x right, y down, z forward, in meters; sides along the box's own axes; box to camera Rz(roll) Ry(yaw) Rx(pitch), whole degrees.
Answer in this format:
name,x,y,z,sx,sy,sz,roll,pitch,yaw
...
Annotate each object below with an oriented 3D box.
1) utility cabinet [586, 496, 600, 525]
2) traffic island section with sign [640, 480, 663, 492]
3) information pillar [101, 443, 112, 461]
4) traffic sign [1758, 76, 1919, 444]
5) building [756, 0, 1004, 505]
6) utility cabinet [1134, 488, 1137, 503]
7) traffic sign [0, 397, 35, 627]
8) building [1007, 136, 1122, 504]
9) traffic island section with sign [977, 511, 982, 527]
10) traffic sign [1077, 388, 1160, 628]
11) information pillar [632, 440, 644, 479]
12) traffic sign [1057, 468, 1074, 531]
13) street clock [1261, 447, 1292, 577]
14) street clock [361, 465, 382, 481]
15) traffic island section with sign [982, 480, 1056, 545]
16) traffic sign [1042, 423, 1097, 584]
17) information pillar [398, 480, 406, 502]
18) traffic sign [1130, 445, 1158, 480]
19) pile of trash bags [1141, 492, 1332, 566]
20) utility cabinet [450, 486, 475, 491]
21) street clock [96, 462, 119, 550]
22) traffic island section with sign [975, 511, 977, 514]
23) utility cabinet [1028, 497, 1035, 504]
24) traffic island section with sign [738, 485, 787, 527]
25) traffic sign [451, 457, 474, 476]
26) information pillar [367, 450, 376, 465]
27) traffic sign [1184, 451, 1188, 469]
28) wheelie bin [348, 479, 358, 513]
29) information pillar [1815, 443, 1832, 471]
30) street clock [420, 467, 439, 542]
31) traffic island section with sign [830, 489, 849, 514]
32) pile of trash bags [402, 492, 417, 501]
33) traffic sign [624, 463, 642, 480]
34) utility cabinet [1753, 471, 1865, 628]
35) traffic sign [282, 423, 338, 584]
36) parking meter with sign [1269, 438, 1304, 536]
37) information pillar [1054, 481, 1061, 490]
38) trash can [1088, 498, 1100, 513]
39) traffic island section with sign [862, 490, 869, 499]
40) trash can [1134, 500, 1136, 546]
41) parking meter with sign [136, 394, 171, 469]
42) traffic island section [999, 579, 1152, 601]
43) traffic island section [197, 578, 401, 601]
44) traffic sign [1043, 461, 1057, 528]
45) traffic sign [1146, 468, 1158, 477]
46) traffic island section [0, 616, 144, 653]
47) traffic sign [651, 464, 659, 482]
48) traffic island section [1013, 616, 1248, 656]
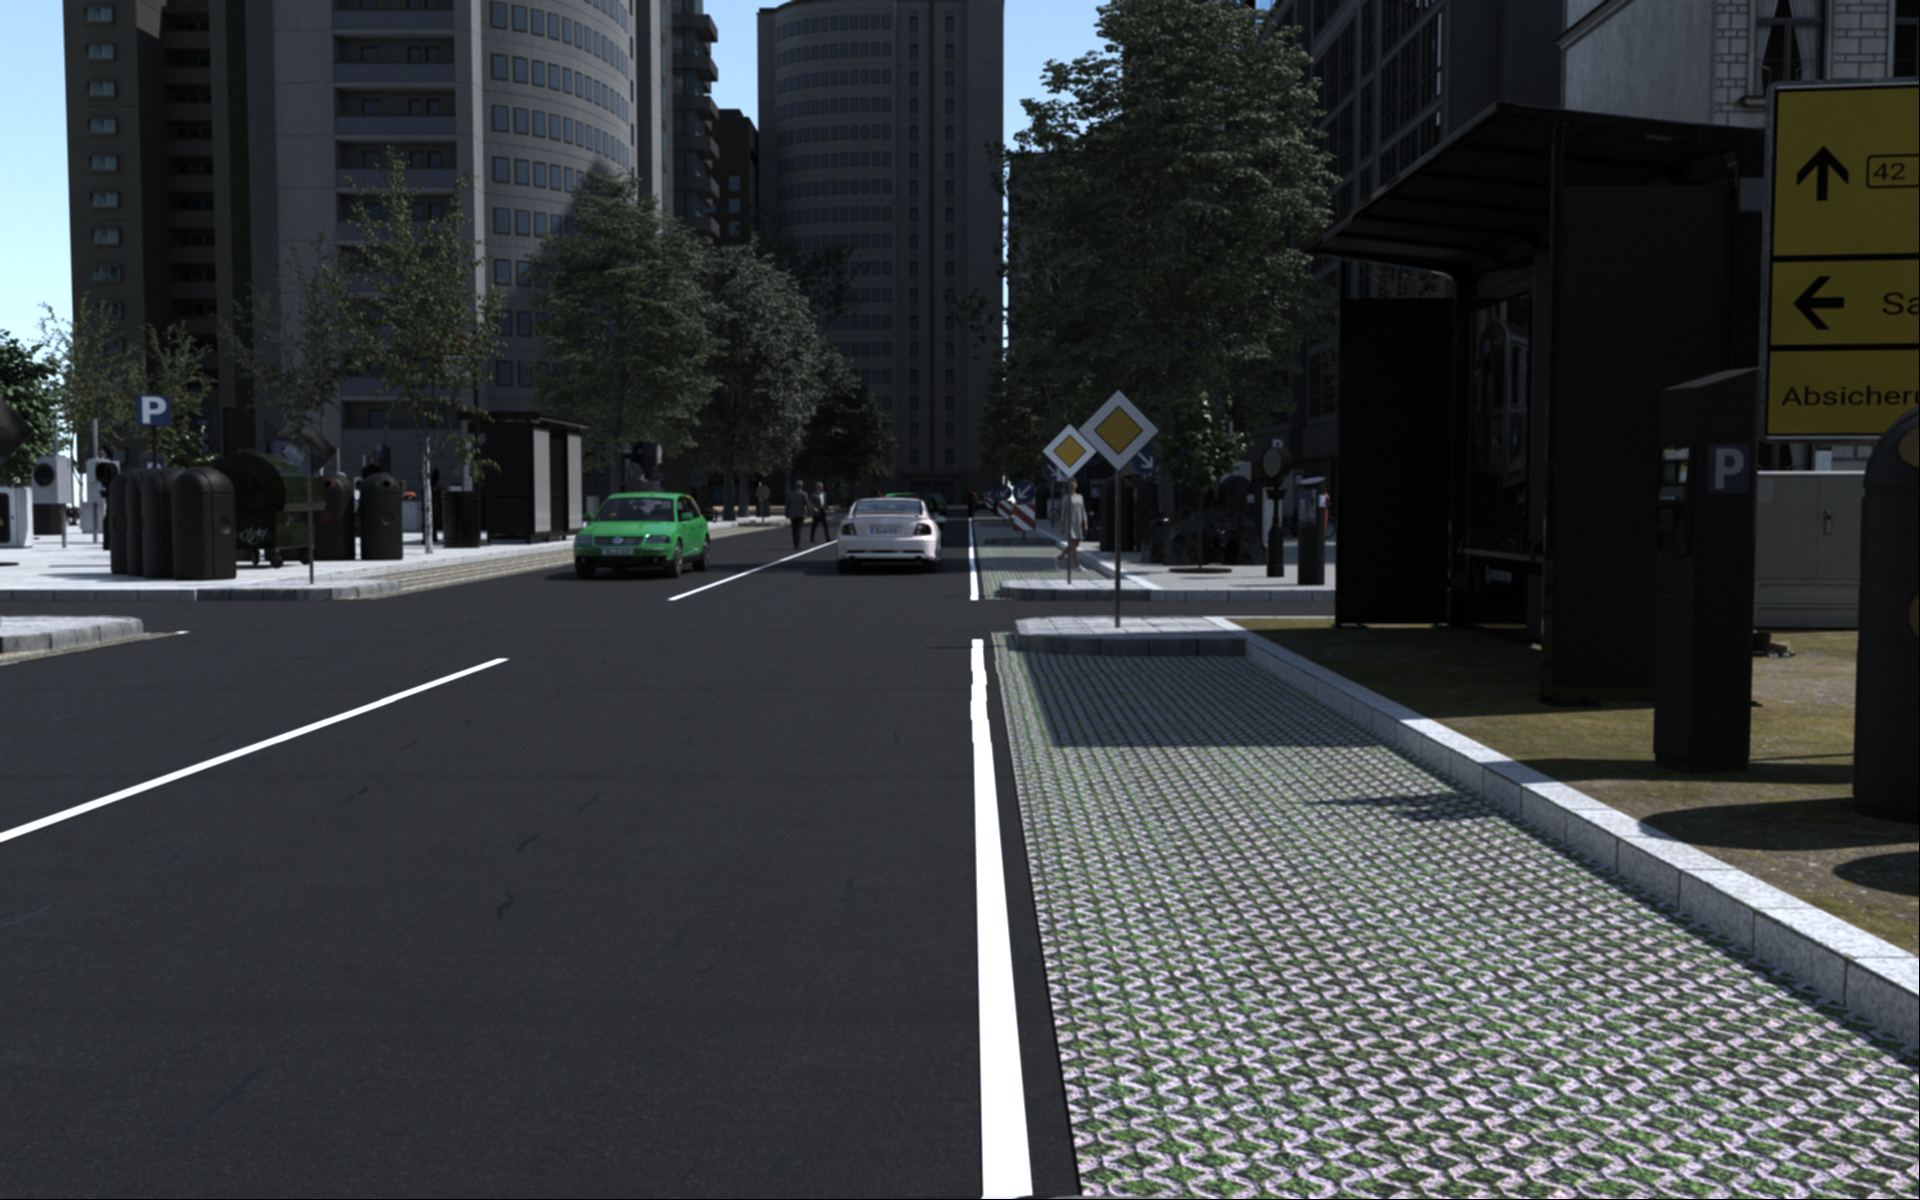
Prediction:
name,x,y,z,sx,sy,sz,roll,pitch,yaw
utility cabinet,-12.857,-3.027,60.646,0.306,1.237,1.020,0,4,-2
traffic island section with sign,-8.820,-2.488,49.304,1.989,1.847,2.006,0,4,0
information pillar,-39.544,-5.441,80.310,0.183,3.616,0.504,2,4,32
traffic sign,5.102,-0.895,8.498,2.265,3.308,0.079,1,4,9
building,-9.121,-40.471,203.694,28.212,58.520,21.231,0,4,0
utility cabinet,6.984,-3.666,68.624,0.318,1.500,1.173,-1,4,-18
traffic sign,-9.284,-0.796,16.656,0.795,2.450,0.064,0,4,0
building,12.592,-31.637,200.855,14.086,41.232,14.154,0,4,0
traffic island section with sign,1.844,-4.144,76.381,1.989,1.847,2.006,0,4,0
traffic sign,1.510,-0.791,16.582,0.795,2.450,0.064,0,4,0
information pillar,-13.430,-4.958,72.426,0.504,3.616,0.183,0,4,-6
traffic sign,3.612,-3.502,59.395,0.606,2.300,0.079,1,4,10
street clock,4.881,-1.356,26.746,0.358,2.002,0.471,-2,4,-32
street clock,-14.594,-2.350,42.998,0.471,2.002,0.358,-3,4,-36
traffic island section with sign,1.703,-2.495,49.426,1.989,1.847,2.006,0,4,0
traffic sign,1.550,-1.280,24.567,0.795,2.450,0.064,0,4,0
information pillar,-30.075,-5.438,93.411,0.304,2.012,0.304,0,4,6
traffic sign,4.796,-2.745,44.987,0.768,2.556,0.104,0,4,4
pile of trash bags,5.111,-1.350,31.818,3.447,1.369,1.912,0,4,-5
utility cabinet,-13.935,-2.454,48.796,0.318,1.500,1.173,-3,5,-43
street clock,-19.438,-2.138,39.518,0.471,2.002,0.358,1,4,22
traffic island section with sign,2.093,-7.203,126.397,1.989,1.847,2.006,0,4,0
utility cabinet,4.303,-5.357,96.273,0.318,1.500,1.173,3,5,43
traffic island section with sign,-8.674,-4.145,76.405,1.989,1.847,2.006,0,4,0
traffic sign,-14.618,-3.127,51.128,0.884,2.594,0.081,1,4,9
information pillar,-31.029,-6.121,91.425,0.504,3.616,0.183,1,4,17
traffic sign,5.998,-2.770,45.394,0.768,2.556,0.104,0,4,7
wheelie bin,-13.303,-1.765,36.772,0.980,1.594,0.693,-2,4,-25
information pillar,16.484,-2.552,33.088,0.504,3.616,0.183,-3,4,-37
street clock,-14.177,-2.565,46.500,0.358,2.002,0.471,0,4,8
traffic island section with sign,-8.425,-7.207,126.459,1.989,1.847,2.006,0,4,0
pile of trash bags,-22.768,-4.069,76.282,3.447,1.369,1.912,-1,4,-13
traffic sign,-13.211,-4.275,69.997,0.768,2.556,0.104,1,4,8
utility cabinet,8.076,-0.474,16.437,1.173,1.500,0.318,0,4,6
traffic sign,-9.244,-1.284,24.641,0.795,2.450,0.064,0,4,0
parking meter with sign,10.247,-3.498,53.454,0.543,3.016,1.738,-2,4,-25
information pillar,5.393,-5.549,95.214,0.304,2.012,0.304,-3,5,-40
trash can,4.831,-3.047,61.465,0.748,1.137,0.748,0,3,0
traffic island section with sign,-8.295,-8.862,153.527,1.989,1.847,2.006,0,4,0
trash can,4.531,-1.921,43.068,0.748,1.137,0.748,0,3,0
parking meter with sign,-14.484,-2.137,31.194,0.543,3.016,1.738,-2,4,-24
traffic island section,1.574,-0.145,24.644,2.009,0.180,2.903,0,4,0
traffic island section,-9.267,-0.148,24.703,2.009,0.180,2.903,0,4,0
traffic sign,3.518,-4.000,65.510,0.768,2.556,0.104,1,4,10
traffic sign,6.426,-3.539,57.974,0.768,2.556,0.104,0,4,4
traffic island section,-9.307,0.340,16.718,2.009,0.180,2.903,0,4,0
traffic sign,-12.601,-4.446,72.794,0.768,2.556,0.104,0,4,5
traffic island section,1.534,0.344,16.659,2.009,0.180,2.903,0,4,0
